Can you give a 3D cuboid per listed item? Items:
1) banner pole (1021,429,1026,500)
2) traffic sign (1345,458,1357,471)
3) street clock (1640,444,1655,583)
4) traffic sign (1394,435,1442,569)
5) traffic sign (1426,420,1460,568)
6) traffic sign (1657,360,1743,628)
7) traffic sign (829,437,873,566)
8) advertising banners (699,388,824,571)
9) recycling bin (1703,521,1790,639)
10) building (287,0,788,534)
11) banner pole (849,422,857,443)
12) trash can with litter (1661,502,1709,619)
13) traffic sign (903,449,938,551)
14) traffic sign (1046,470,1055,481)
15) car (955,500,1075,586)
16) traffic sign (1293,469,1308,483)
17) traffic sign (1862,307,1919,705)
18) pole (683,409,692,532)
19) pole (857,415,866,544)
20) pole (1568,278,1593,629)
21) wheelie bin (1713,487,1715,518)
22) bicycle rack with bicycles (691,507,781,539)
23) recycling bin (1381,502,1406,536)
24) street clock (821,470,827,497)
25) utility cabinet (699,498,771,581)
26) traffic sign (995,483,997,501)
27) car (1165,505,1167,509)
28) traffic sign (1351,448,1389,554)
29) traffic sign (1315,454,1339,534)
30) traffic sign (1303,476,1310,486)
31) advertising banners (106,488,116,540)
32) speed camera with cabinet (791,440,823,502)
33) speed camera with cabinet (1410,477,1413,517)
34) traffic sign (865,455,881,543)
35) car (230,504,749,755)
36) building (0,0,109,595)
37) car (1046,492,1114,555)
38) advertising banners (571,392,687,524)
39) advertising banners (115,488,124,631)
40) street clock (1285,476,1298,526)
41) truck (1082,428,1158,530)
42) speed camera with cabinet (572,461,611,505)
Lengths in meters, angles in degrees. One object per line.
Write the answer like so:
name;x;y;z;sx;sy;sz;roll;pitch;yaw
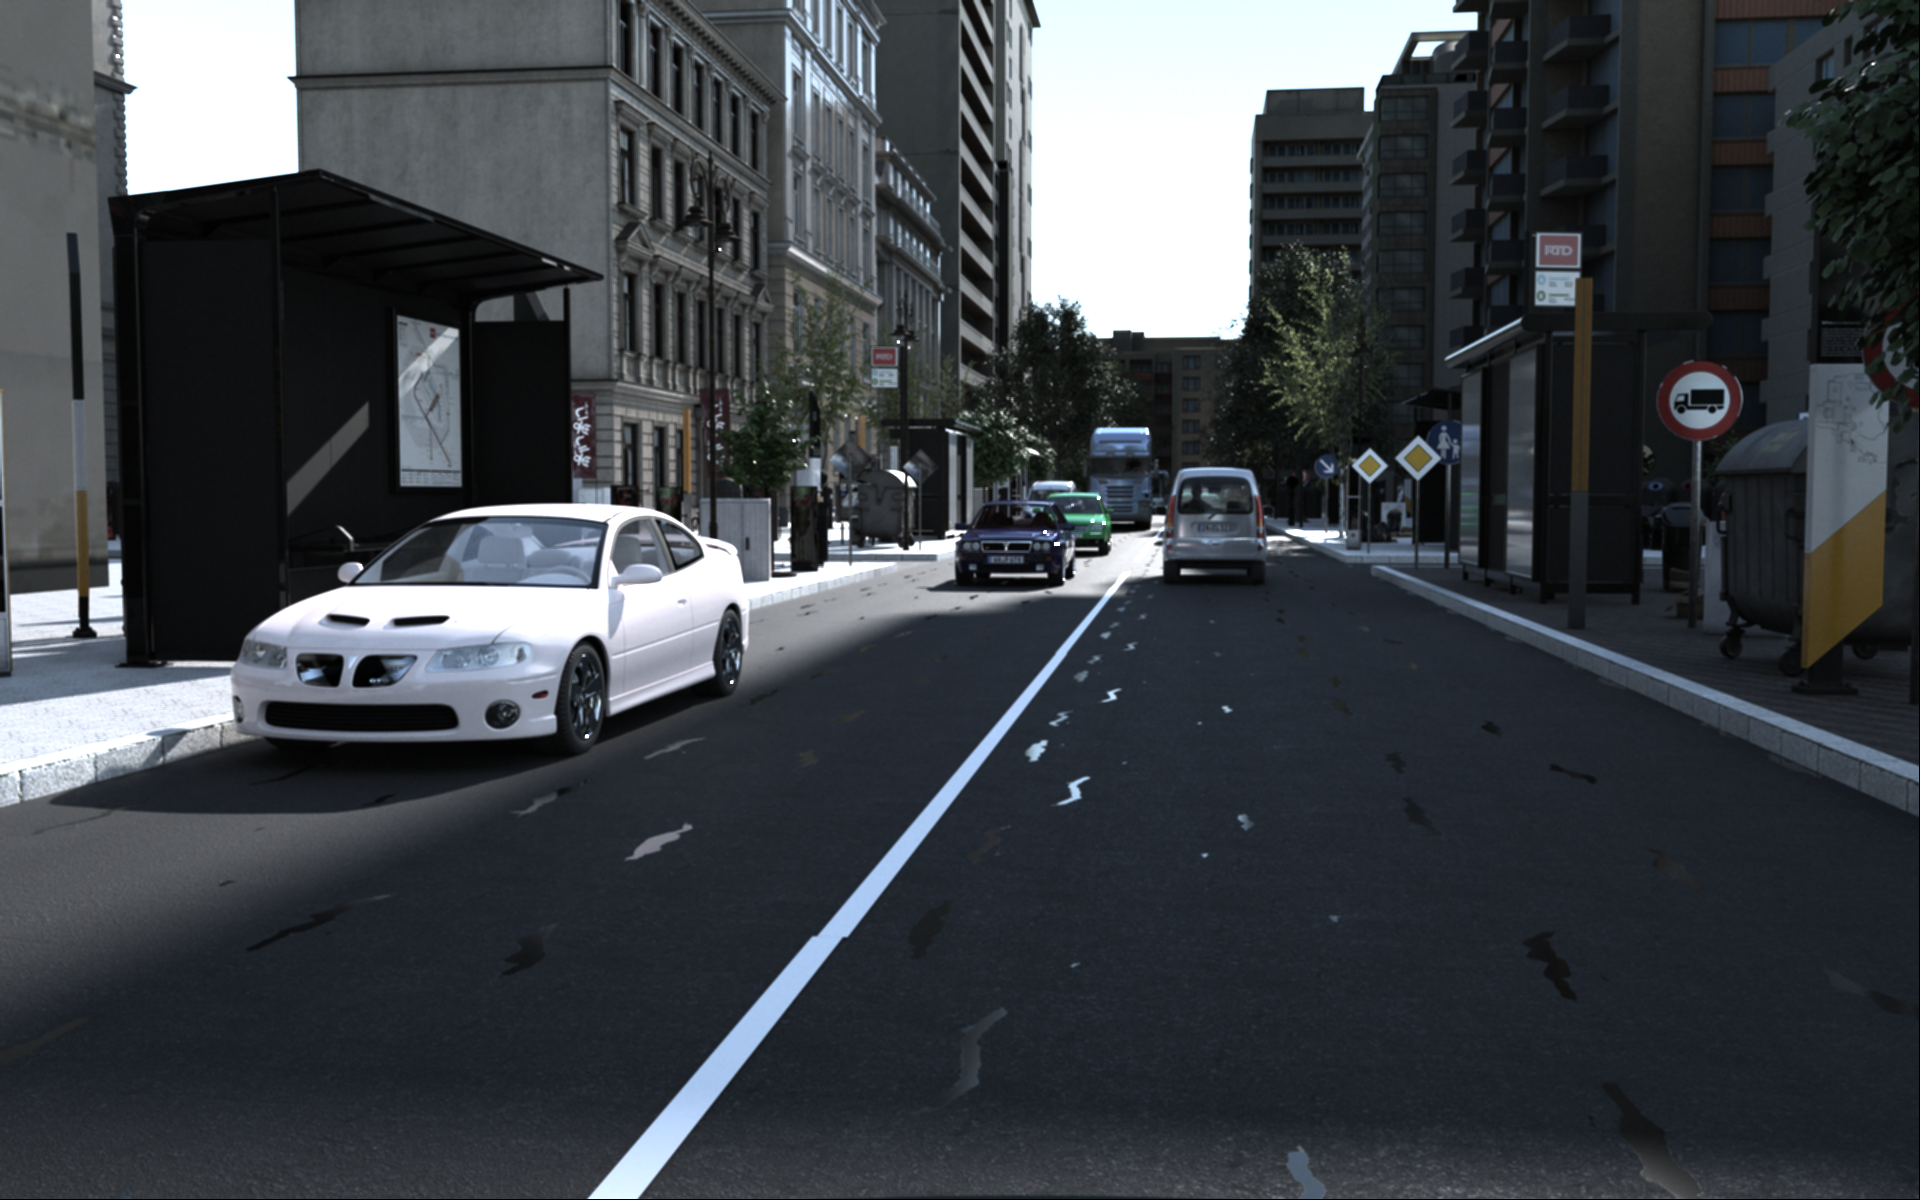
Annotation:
banner pole;2.439;-4.682;66.564;0.401;3.779;0.863;1;4;15
traffic sign;14.045;-3.776;61.839;0.768;2.556;0.104;1;4;15
street clock;9.787;-1.256;25.098;0.471;2.002;0.358;-1;4;-19
traffic sign;7.763;-1.576;29.415;0.795;2.450;0.064;0;4;8
traffic sign;8.412;-1.819;29.850;0.768;2.556;0.104;1;4;9
traffic sign;7.022;-1.004;16.526;0.768;2.556;0.104;1;4;11
traffic sign;-1.943;-1.656;30.724;0.795;2.450;0.064;0;4;8
advertising banners;-3.306;-1.991;28.734;2.074;3.025;0.090;0;4;4
recycling bin;7.260;-0.199;15.804;0.722;1.027;0.722;3;4;38
building;-13.025;-11.787;57.351;10.561;19.102;19.286;0;4;8
banner pole;-3.671;-4.295;60.243;0.401;3.779;0.863;-2;4;-30
trash can with litter;7.793;-0.386;17.691;1.055;1.170;0.624;2;4;32
traffic sign;-0.888;-2.141;38.640;0.795;2.450;0.064;0;4;8
traffic sign;4.327;-5.265;86.180;0.768;2.556;0.104;1;4;15
car;0.949;-0.970;28.441;1.945;1.354;3.894;0;4;7
traffic sign;16.625;-5.168;84.607;0.768;2.556;0.104;1;4;17
traffic sign;5.851;-0.637;10.514;0.768;2.556;0.104;1;4;13
pole;-6.559;-2.923;41.628;0.158;3.312;0.155;0;3;0
pole;-2.549;-3.116;44.792;0.158;3.312;0.155;0;3;0
pole;5.902;-1.384;16.477;0.158;3.312;0.155;0;3;0
wheelie bin;21.859;-2.557;49.717;0.693;1.594;0.980;3;5;40
bicycle rack with bicycles;-6.617;-2.217;49.631;2.852;0.926;2.925;3;5;39
recycling bin;13.377;-2.500;53.427;0.722;1.027;0.722;1;4;18
street clock;-4.161;-2.841;51.023;0.471;2.002;0.358;2;4;25
utility cabinet;-3.314;-0.882;25.578;1.020;1.237;0.306;0;4;0
traffic sign;1.409;-4.146;67.787;0.884;2.594;0.081;1;4;15
car;7.079;-2.635;51.878;1.959;1.807;4.718;0;4;8
traffic sign;8.818;-2.060;37.330;0.795;2.450;0.064;0;4;8
traffic sign;11.769;-3.394;55.598;0.768;2.556;0.104;1;4;16
traffic sign;20.699;-6.387;104.531;0.768;2.556;0.104;1;4;16
advertising banners;-23.772;-3.183;48.232;2.074;3.025;0.090;0;4;2
speed camera with cabinet;-5.351;-4.052;60.589;0.660;3.252;2.038;-1;4;-22
speed camera with cabinet;25.415;-6.261;96.706;0.660;3.252;2.038;3;5;41
traffic sign;-2.356;-2.626;45.070;0.606;2.300;0.079;1;4;8
car;-2.736;0.076;11.127;2.083;1.381;4.827;1;4;9
building;-23.634;-23.836;13.426;21.600;48.544;21.300;0;4;8
car;2.774;-2.039;42.128;1.959;1.807;4.718;0;4;6
advertising banners;-5.771;-2.066;29.963;2.074;3.025;0.090;-1;4;-19
advertising banners;-7.299;-1.240;16.459;0.090;3.025;2.074;1;4;10
street clock;13.384;-3.995;69.890;0.471;2.002;0.358;-1;4;-22
truck;7.155;-5.282;76.123;2.967;4.110;18.799;0;4;6
speed camera with cabinet;-10.039;-3.178;46.293;2.038;3.252;0.660;2;4;35
